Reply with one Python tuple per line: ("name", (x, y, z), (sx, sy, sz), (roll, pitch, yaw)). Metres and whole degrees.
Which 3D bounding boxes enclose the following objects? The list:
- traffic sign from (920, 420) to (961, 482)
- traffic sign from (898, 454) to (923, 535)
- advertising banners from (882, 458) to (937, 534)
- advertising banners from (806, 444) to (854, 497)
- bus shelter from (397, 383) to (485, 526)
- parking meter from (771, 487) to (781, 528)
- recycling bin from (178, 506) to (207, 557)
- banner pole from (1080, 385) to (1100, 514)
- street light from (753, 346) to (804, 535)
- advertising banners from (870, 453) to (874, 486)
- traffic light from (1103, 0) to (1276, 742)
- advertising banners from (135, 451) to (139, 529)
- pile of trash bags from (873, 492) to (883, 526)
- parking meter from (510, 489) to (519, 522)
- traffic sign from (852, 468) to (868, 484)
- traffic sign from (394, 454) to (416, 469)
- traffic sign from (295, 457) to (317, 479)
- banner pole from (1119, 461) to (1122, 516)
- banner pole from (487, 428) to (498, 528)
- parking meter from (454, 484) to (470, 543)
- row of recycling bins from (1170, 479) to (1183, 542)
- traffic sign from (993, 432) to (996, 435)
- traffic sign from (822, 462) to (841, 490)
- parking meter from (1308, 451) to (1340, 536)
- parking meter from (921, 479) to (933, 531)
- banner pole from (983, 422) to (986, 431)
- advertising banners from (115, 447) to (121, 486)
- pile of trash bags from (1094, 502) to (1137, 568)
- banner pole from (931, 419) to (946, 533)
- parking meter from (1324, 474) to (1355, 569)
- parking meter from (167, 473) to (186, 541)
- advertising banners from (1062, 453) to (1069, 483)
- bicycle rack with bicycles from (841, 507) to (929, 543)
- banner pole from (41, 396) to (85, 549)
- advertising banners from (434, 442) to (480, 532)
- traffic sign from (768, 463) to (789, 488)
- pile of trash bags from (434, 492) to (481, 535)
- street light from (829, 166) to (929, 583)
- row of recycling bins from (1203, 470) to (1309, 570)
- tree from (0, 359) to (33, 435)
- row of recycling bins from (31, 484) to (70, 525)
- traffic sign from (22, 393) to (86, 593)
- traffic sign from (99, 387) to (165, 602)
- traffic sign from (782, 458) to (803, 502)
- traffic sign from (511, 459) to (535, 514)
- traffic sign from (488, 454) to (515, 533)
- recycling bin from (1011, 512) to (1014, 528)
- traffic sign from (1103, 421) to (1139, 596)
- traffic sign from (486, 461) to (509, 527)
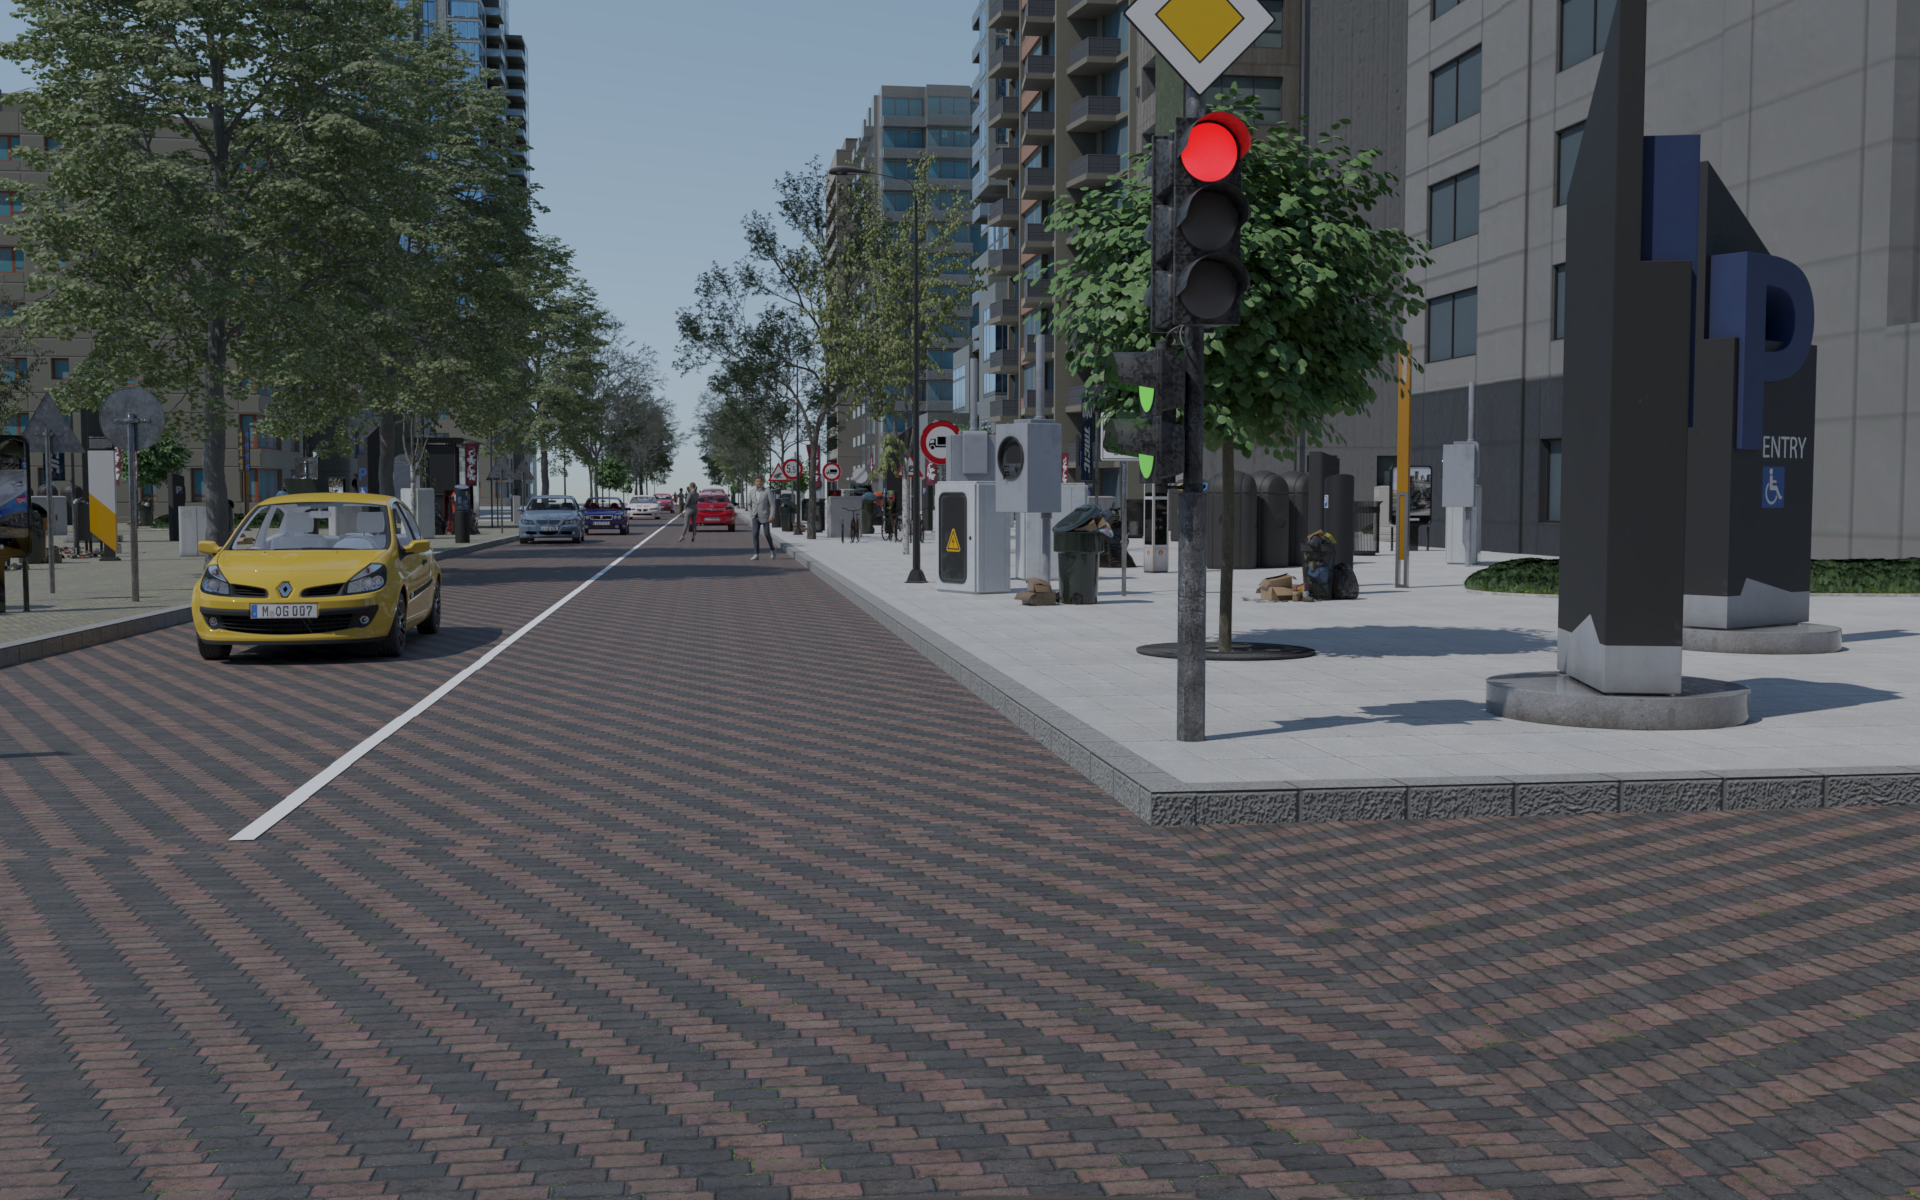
("traffic sign", (-0.316, -1.824, 29.934), (0.768, 2.556, 0.104), (0, 4, -4))
("traffic sign", (-1.582, -3.292, 53.829), (0.884, 2.594, 0.081), (0, 4, -7))
("advertising banners", (-1.585, -3.656, 55.971), (2.074, 3.025, 0.090), (2, 4, 26))
("advertising banners", (-4.392, -3.967, 61.056), (2.074, 3.025, 0.090), (0, 4, -1))
("bus shelter", (-19.563, -5.357, 65.217), (2.179, 5.291, 8.768), (-1, 4, -8))
("parking meter", (-6.990, -3.518, 65.936), (0.372, 1.533, 0.369), (0, 3, 0))
("recycling bin", (-15.667, -1.420, 35.774), (0.722, 1.027, 0.722), (-1, 4, -11))
("banner pole", (2.985, -3.022, 39.434), (0.401, 3.779, 0.863), (3, 5, 39))
("street light", (-5.604, -4.982, 53.992), (1.470, 5.913, 1.316), (-1, 4, -8))
("advertising banners", (-4.022, -4.847, 75.435), (0.090, 3.025, 2.074), (-1, 4, -16))
("traffic light", (1.184, -1.223, 8.909), (0.839, 4.253, 0.868), (-1, 4, -8))
("advertising banners", (-30.660, -4.177, 64.487), (0.090, 3.025, 2.074), (-2, 4, -26))
("pile of trash bags", (-3.258, -3.802, 71.920), (1.912, 1.369, 3.447), (-1, 4, -9))
("parking meter", (-20.615, -4.391, 80.197), (0.372, 1.533, 0.369), (0, 3, 0))
("traffic sign", (-4.806, -5.083, 83.215), (0.768, 2.556, 0.104), (0, 4, -8))
("traffic sign", (-17.696, -3.364, 55.102), (0.768, 2.556, 0.104), (0, 4, -2))
("traffic sign", (-18.137, -2.810, 48.070), (0.606, 2.300, 0.079), (0, 4, -3))
("banner pole", (4.915, -3.805, 52.227), (0.401, 3.779, 0.863), (1, 4, 23))
("banner pole", (-17.746, -4.629, 65.702), (0.401, 3.779, 0.863), (0, 4, -8))
("parking meter", (-13.033, -2.258, 45.337), (0.372, 1.533, 0.369), (0, 3, 0))
("row of recycling bins", (6.984, -2.375, 45.948), (1.069, 1.692, 3.534), (-3, 5, -39))
("traffic sign", (0.917, -2.014, 33.035), (0.768, 2.556, 0.104), (0, 4, -4))
("traffic sign", (-5.098, -4.208, 68.911), (0.768, 2.556, 0.104), (0, 4, -4))
("parking meter", (5.010, -1.109, 23.836), (0.399, 1.863, 0.255), (-2, 4, -33))
("parking meter", (-1.138, -3.336, 60.263), (0.255, 1.863, 0.399), (-2, 4, -35))
("banner pole", (0.834, -4.311, 60.507), (0.401, 3.779, 0.863), (0, 4, -4))
("advertising banners", (-27.407, -3.620, 55.379), (2.074, 3.025, 0.090), (2, 4, 31))
("pile of trash bags", (2.002, -1.322, 31.374), (1.912, 1.369, 3.447), (0, 4, -6))
("banner pole", (-0.650, -4.155, 57.952), (0.401, 3.779, 0.863), (3, 4, 38))
("parking meter", (4.846, -0.840, 22.149), (0.372, 1.533, 0.369), (0, 3, 0))
("parking meter", (-21.449, -2.553, 47.449), (0.255, 1.863, 0.399), (2, 4, 34))
("advertising banners", (4.046, -4.762, 74.039), (0.090, 3.025, 2.074), (-2, 4, -32))
("bicycle rack with bicycles", (-2.110, -2.000, 46.089), (2.852, 0.926, 2.925), (0, 4, -3))
("banner pole", (-20.957, -3.082, 40.411), (0.863, 3.779, 0.401), (-3, 5, -39))
("advertising banners", (-17.231, -3.811, 58.501), (2.074, 3.025, 0.090), (-2, 4, -27))
("traffic sign", (-7.553, -4.409, 72.098), (0.884, 2.594, 0.081), (0, 4, -5))
("pile of trash bags", (-16.283, -2.793, 55.420), (1.912, 1.369, 3.447), (0, 4, -8))
("street light", (-1.164, -3.194, 24.766), (1.470, 5.913, 1.316), (-1, 4, -8))
("row of recycling bins", (5.607, -1.441, 30.681), (1.069, 1.692, 3.534), (3, 5, 42))
("tree", (-42.813, -7.620, 74.957), (4.737, 8.622, 4.395), (0, 3, 0))
("row of recycling bins", (-37.749, -3.894, 70.778), (3.534, 1.692, 1.069), (-3, 4, -37))
("traffic sign", (-11.719, -1.363, 22.293), (0.884, 2.594, 0.081), (0, 4, -8))
("traffic sign", (-9.828, -1.252, 20.575), (0.768, 2.556, 0.104), (0, 4, -2))
("traffic sign", (-5.952, -3.761, 61.599), (0.768, 2.556, 0.104), (0, 4, -8))
("traffic sign", (-16.192, -3.924, 64.153), (0.884, 2.594, 0.081), (0, 4, -7))
("traffic sign", (-14.921, -3.448, 56.372), (0.884, 2.594, 0.081), (0, 4, -2))
("recycling bin", (1.618, -3.301, 66.530), (0.722, 1.027, 0.722), (-1, 4, -21))
("traffic sign", (2.057, -1.196, 21.689), (0.606, 2.300, 0.079), (0, 4, -5))
("traffic sign", (-18.075, -4.140, 67.685), (0.884, 2.594, 0.081), (0, 4, -4))
